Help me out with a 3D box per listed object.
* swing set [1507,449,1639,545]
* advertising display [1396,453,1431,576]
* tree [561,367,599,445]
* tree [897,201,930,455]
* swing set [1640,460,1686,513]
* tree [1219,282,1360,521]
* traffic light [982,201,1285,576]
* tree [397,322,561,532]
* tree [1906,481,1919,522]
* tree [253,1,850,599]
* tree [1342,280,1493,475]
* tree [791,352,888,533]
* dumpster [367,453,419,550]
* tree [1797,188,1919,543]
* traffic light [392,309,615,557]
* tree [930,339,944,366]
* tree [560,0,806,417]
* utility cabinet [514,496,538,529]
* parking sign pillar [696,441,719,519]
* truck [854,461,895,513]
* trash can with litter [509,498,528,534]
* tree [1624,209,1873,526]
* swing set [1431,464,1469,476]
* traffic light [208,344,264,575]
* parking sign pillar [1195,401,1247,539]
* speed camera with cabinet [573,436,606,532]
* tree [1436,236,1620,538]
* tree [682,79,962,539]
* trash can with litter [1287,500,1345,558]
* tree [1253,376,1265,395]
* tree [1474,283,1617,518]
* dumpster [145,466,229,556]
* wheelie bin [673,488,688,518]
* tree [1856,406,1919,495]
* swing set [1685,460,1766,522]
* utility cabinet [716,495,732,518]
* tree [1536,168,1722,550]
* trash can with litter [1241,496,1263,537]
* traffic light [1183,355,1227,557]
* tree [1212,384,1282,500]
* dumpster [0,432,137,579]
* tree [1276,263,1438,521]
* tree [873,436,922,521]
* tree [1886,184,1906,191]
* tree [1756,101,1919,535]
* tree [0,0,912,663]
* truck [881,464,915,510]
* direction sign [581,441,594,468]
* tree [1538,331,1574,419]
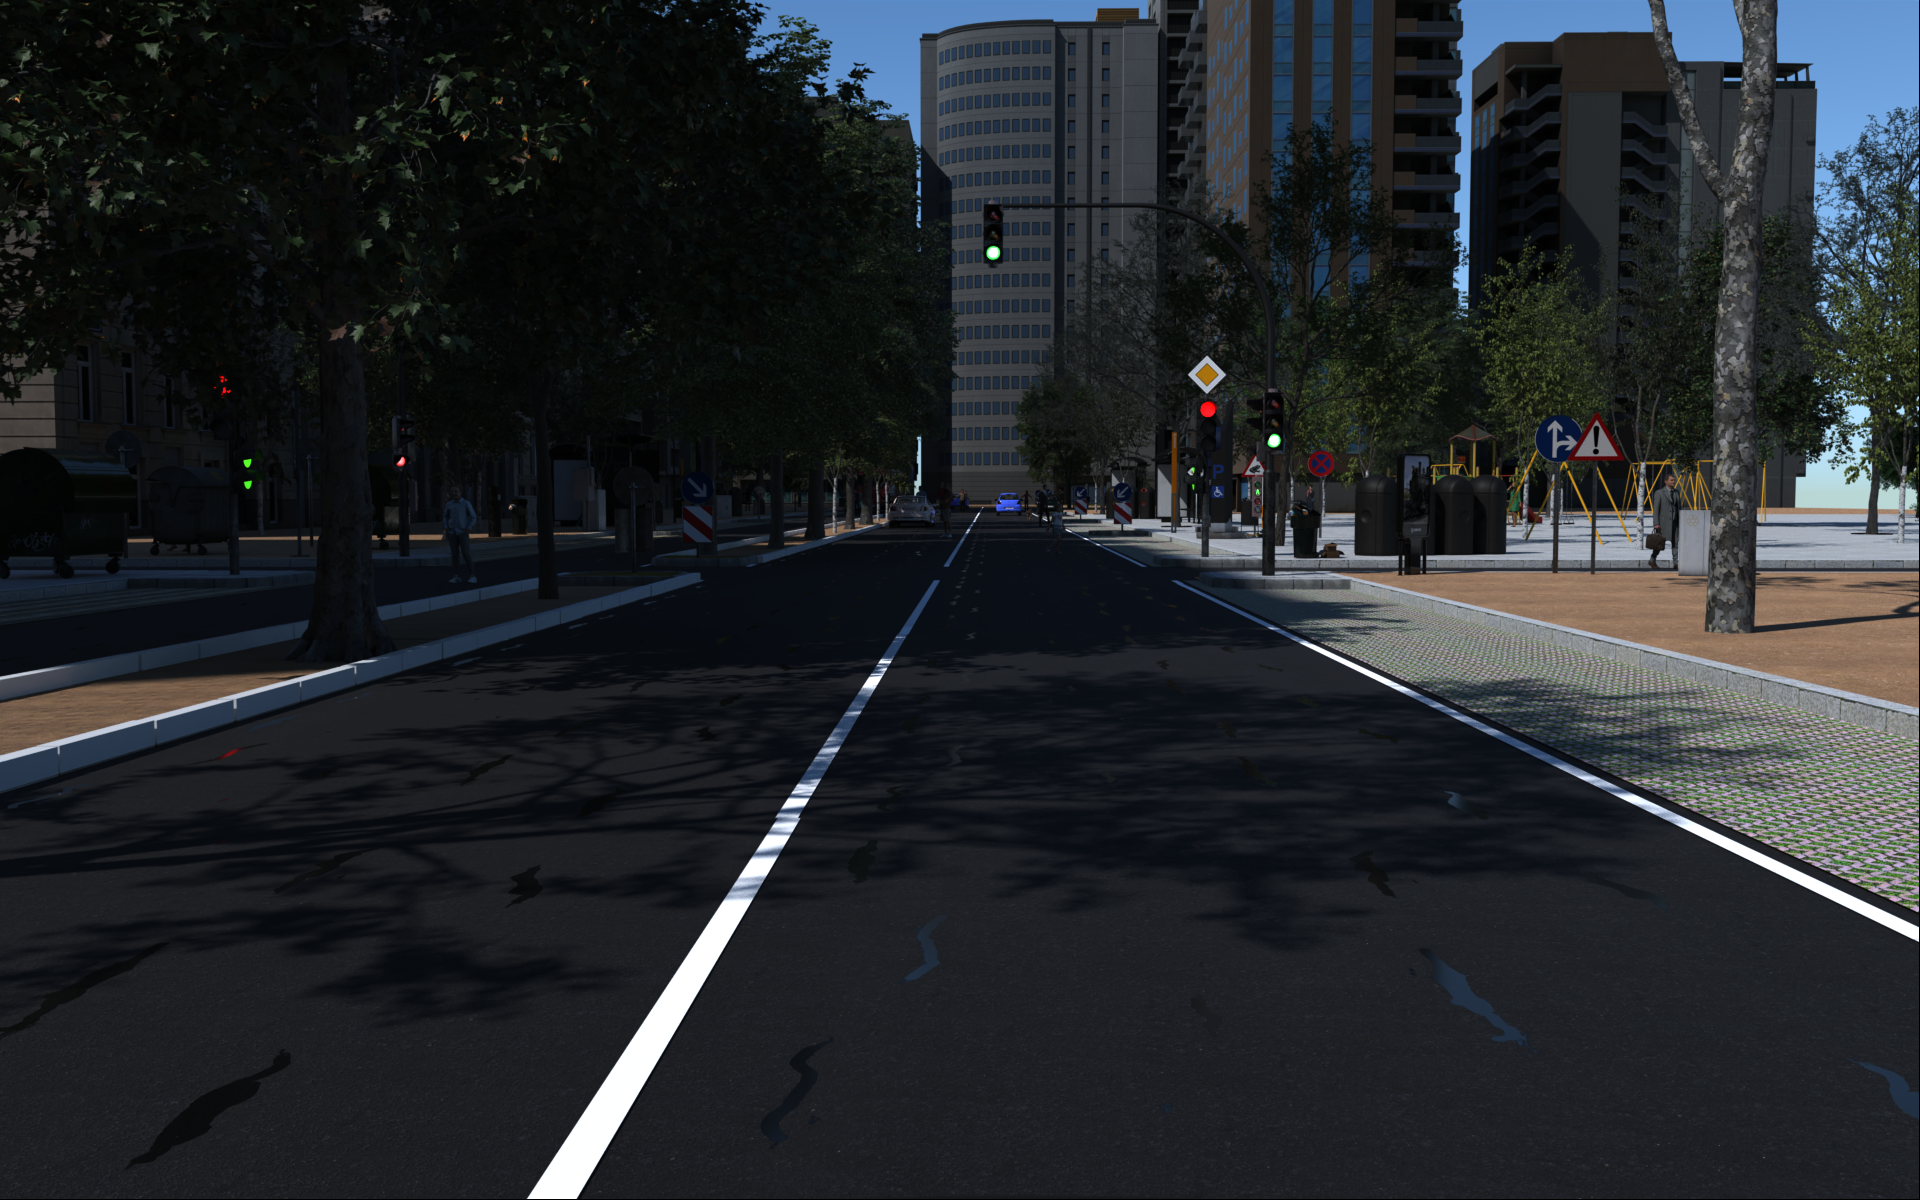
[{"bbox_3d":[16.047,-2.956,45.956,2.862,2.851,3.119,2,4,35],"label":"swing set"},{"bbox_3d":[7.208,-1.366,27.540,0.123,1.923,0.974,3,5,40],"label":"advertising display"},{"bbox_3d":[-19.677,-8.387,87.496,4.737,8.622,4.395,0,3,0],"label":"tree"},{"bbox_3d":[-4.885,-7.627,45.284,7.486,12.596,7.792,0,3,0],"label":"tree"},{"bbox_3d":[34.209,-5.286,84.049,3.119,2.851,2.862,0,4,-8],"label":"swing set"},{"bbox_3d":[16.043,-9.683,84.077,9.928,11.665,9.643,0,3,0],"label":"tree"},{"bbox_3d":[2.737,-3.205,27.069,4.771,5.953,1.251,0,4,1],"label":"traffic light"},{"bbox_3d":[-16.195,-6.593,58.151,4.737,8.622,4.395,0,3,0],"label":"tree"},{"bbox_3d":[47.535,-10.366,71.312,13.155,14.587,18.604,-3,4,-37],"label":"tree"},{"bbox_3d":[-5.565,-5.303,23.577,8.767,10.594,7.601,0,4,1],"label":"tree"},{"bbox_3d":[27.184,-12.056,103.773,9.857,13.997,8.962,0,3,0],"label":"tree"},{"bbox_3d":[-4.558,-6.734,62.928,4.360,8.622,3.978,0,3,0],"label":"tree"},{"bbox_3d":[-13.690,-2.320,40.422,1.502,2.255,1.985,0,4,1],"label":"dumpster"},{"bbox_3d":[24.432,-5.795,45.114,4.737,8.622,4.395,0,3,0],"label":"tree"},{"bbox_3d":[-9.292,-3.716,35.431,4.771,5.953,1.251,0,4,1],"label":"traffic light"},{"bbox_3d":[-4.551,-9.152,70.220,7.486,12.596,7.792,0,3,0],"label":"tree"},{"bbox_3d":[-5.538,-7.152,37.521,7.486,12.596,7.792,0,3,0],"label":"tree"},{"bbox_3d":[-16.065,-3.248,64.270,0.306,1.237,1.020,2,4,28],"label":"utility cabinet"},{"bbox_3d":[-13.045,-6.112,88.399,1.447,3.967,1.447,1,4,13],"label":"parking sign pillar"},{"bbox_3d":[-6.580,-8.983,135.787,2.839,4.237,11.283,0,4,1],"label":"truck"},{"bbox_3d":[-14.052,-2.664,54.944,0.624,1.170,1.055,-1,4,-22],"label":"trash can with litter"},{"bbox_3d":[31.688,-9.324,69.456,9.611,12.733,9.660,0,3,0],"label":"tree"},{"bbox_3d":[25.801,-5.769,91.936,2.862,2.851,3.119,-1,4,-16],"label":"swing set"},{"bbox_3d":[-11.529,-2.357,27.450,0.839,4.253,0.868,0,4,1],"label":"traffic light"},{"bbox_3d":[7.549,-3.757,49.898,1.447,3.967,1.447,1,4,18],"label":"parking sign pillar"},{"bbox_3d":[-12.750,-3.990,59.574,0.660,3.252,2.038,0,4,4],"label":"speed camera with cabinet"},{"bbox_3d":[16.787,-6.123,50.479,4.737,8.622,4.395,0,3,0],"label":"tree"},{"bbox_3d":[-4.585,-8.882,54.328,9.857,13.997,8.962,0,3,0],"label":"tree"},{"bbox_3d":[7.117,-1.424,34.670,1.055,1.170,0.624,-1,4,-13],"label":"trash can with litter"},{"bbox_3d":[14.650,-7.617,74.906,4.737,8.622,4.395,0,3,0],"label":"tree"},{"bbox_3d":[31.940,-10.766,94.155,7.486,12.596,7.792,0,3,0],"label":"tree"},{"bbox_3d":[-16.292,-1.896,36.762,1.264,1.857,1.865,0,4,1],"label":"dumpster"},{"bbox_3d":[-14.918,-5.180,92.604,0.980,1.594,0.693,2,4,34],"label":"wheelie bin"},{"bbox_3d":[57.112,-8.335,99.187,11.467,7.101,20.602,1,4,19],"label":"tree"},{"bbox_3d":[35.645,-5.063,80.399,3.119,2.851,2.862,2,4,28],"label":"swing set"},{"bbox_3d":[-12.880,-5.070,94.058,1.020,1.237,0.306,-3,5,-43],"label":"utility cabinet"},{"bbox_3d":[15.641,-5.473,39.849,4.360,8.622,3.978,0,3,0],"label":"tree"},{"bbox_3d":[8.337,-2.515,52.172,2.233,1.210,1.678,1,4,11],"label":"trash can with litter"},{"bbox_3d":[4.974,-2.828,35.156,0.839,4.253,0.868,0,4,1],"label":"traffic light"},{"bbox_3d":[17.484,-9.337,103.019,4.360,8.622,3.978,0,3,0],"label":"tree"},{"bbox_3d":[-14.016,-1.495,26.943,1.502,2.255,1.985,0,4,1],"label":"dumpster"},{"bbox_3d":[13.418,-6.477,56.264,4.737,8.622,4.395,0,3,0],"label":"tree"},{"bbox_3d":[-4.032,-8.763,96.089,4.737,8.622,4.395,0,3,0],"label":"tree"},{"bbox_3d":[22.187,-5.456,39.574,4.737,8.622,4.395,0,3,0],"label":"tree"},{"bbox_3d":[29.016,-8.809,54.405,12.009,13.543,11.850,0,3,0],"label":"tree"},{"bbox_3d":[-5.334,-5.832,14.817,9.611,12.733,9.660,0,3,0],"label":"tree"},{"bbox_3d":[-5.867,-10.493,160.474,2.839,4.237,11.283,0,4,3],"label":"truck"},{"bbox_3d":[-15.926,-5.020,74.070,0.379,3.537,0.876,1,4,22],"label":"direction sign"},{"bbox_3d":[26.178,-9.182,84.536,8.767,10.594,7.601,3,5,42],"label":"tree"}]
